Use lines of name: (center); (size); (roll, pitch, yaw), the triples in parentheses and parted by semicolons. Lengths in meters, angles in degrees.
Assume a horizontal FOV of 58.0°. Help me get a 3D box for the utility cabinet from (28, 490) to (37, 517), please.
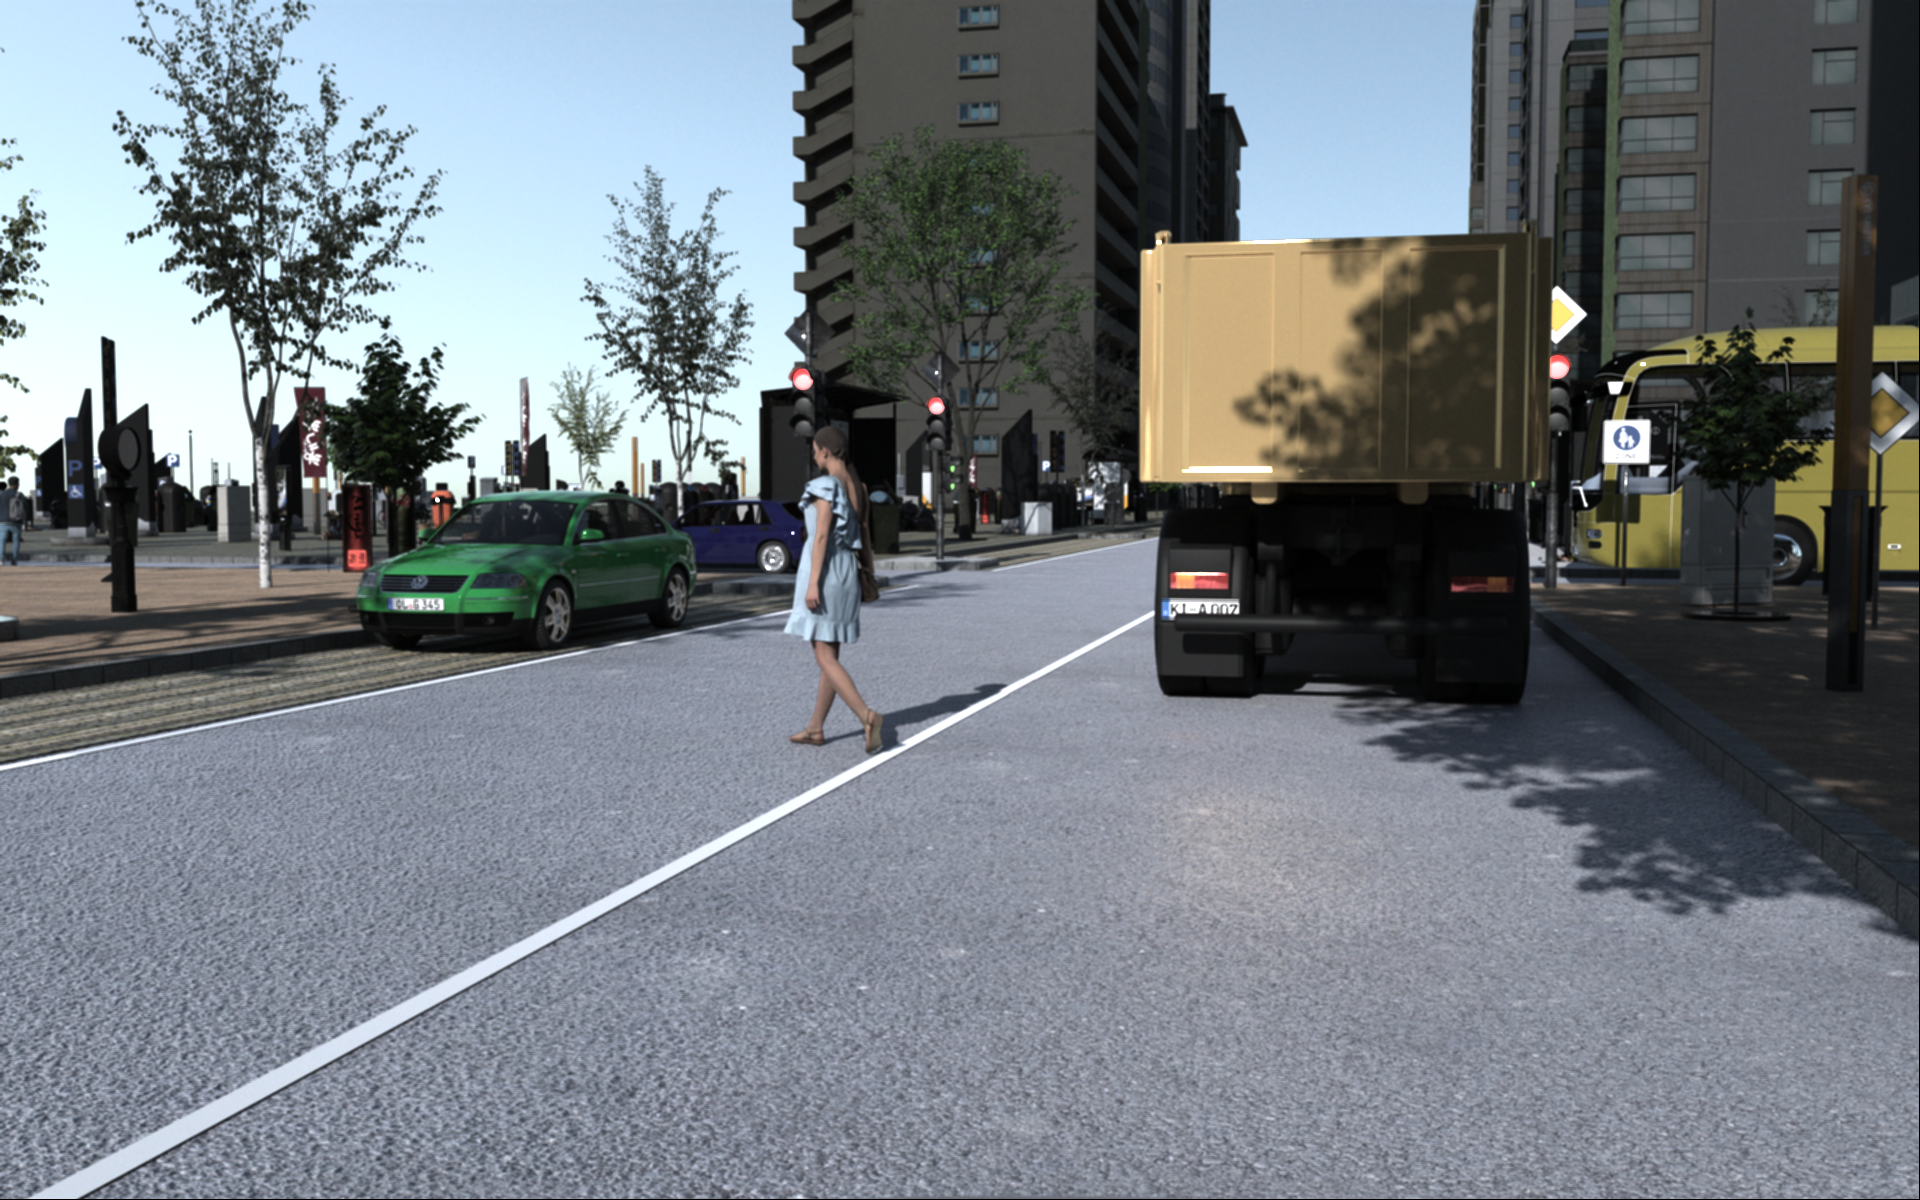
utility cabinet: (-50.314, -5.270, 94.850); (1.173, 1.500, 0.318); (-3, 5, -45)

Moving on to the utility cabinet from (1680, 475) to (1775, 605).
utility cabinet: (8.867, -0.691, 19.979); (1.173, 1.500, 0.318); (-2, 4, -26)

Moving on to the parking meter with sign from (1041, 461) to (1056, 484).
parking meter with sign: (4.866, -5.810, 91.262); (0.543, 3.016, 1.738); (2, 4, 24)

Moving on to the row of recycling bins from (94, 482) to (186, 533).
row of recycling bins: (-27.460, -3.061, 57.158); (3.534, 1.692, 1.069); (-3, 4, -36)

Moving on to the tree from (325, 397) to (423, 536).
tree: (-17.864, -4.235, 52.962); (4.285, 4.588, 4.351); (0, 3, 0)

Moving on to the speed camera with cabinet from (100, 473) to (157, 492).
speed camera with cabinet: (-36.383, -4.975, 75.676); (2.038, 3.252, 0.660); (-1, 4, -14)

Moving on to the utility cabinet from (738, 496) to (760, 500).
utility cabinet: (-5.932, -2.337, 49.368); (0.306, 1.237, 1.020); (-3, 5, -44)

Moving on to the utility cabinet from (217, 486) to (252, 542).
utility cabinet: (-19.390, -2.298, 46.251); (0.318, 1.500, 1.173); (0, 4, 6)

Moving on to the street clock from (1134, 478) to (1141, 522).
street clock: (8.086, -4.548, 78.923); (0.358, 2.002, 0.471); (1, 4, 21)

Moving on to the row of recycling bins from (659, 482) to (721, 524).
row of recycling bins: (-9.574, -3.321, 61.411); (1.069, 1.692, 3.534); (2, 4, 24)

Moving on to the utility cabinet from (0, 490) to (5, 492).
utility cabinet: (-54.508, -5.517, 98.886); (0.318, 1.500, 1.173); (1, 4, 9)

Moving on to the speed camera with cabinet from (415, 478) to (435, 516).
speed camera with cabinet: (-29.591, -6.215, 95.949); (0.660, 3.252, 2.038); (1, 4, 17)

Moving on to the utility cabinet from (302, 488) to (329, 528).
utility cabinet: (-24.394, -3.455, 65.167); (0.318, 1.500, 1.173); (3, 5, 40)

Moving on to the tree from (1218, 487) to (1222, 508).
tree: (17.321, -10.158, 116.452); (4.737, 8.622, 4.395); (0, 3, 0)

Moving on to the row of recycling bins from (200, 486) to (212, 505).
row of recycling bins: (-37.193, -4.854, 86.482); (1.069, 1.692, 3.534); (-1, 4, -14)

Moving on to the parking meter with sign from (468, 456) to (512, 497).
parking meter with sign: (-21.613, -5.088, 79.449); (1.738, 3.016, 0.543); (1, 4, 10)

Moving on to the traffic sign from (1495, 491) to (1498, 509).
traffic sign: (12.402, -2.449, 40.039); (0.884, 2.594, 0.081); (2, 4, 23)

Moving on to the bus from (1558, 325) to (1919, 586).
bus: (15.248, -2.074, 25.460); (12.252, 3.916, 2.896); (1, 4, 12)

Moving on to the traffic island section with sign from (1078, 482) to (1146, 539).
traffic island section with sign: (4.957, -2.898, 56.018); (1.989, 1.847, 2.006); (1, 4, 14)

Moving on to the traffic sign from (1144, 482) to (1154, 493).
traffic sign: (8.840, -5.057, 82.688); (0.884, 2.594, 0.081); (1, 4, 22)

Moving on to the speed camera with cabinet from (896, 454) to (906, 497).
speed camera with cabinet: (-2.630, -5.562, 85.275); (0.660, 3.252, 2.038); (3, 5, 43)

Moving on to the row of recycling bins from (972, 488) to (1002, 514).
row of recycling bins: (2.126, -6.273, 109.668); (3.534, 1.692, 1.069); (2, 4, 30)

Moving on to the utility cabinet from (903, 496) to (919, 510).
utility cabinet: (-1.751, -3.090, 61.679); (0.306, 1.237, 1.020); (-1, 4, -19)

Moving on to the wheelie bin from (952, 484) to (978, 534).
wheelie bin: (0.170, -2.924, 55.716); (0.693, 1.594, 0.980); (-2, 4, -28)

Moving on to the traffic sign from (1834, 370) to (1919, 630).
traffic sign: (8.629, -0.923, 16.280); (0.795, 2.450, 0.064); (1, 4, 21)

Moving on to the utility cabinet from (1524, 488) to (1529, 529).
utility cabinet: (20.373, -3.369, 63.758); (0.318, 1.500, 1.173); (-2, 4, -31)

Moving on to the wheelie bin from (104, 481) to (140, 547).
wheelie bin: (-20.245, -2.077, 41.873); (0.693, 1.594, 0.980); (-3, 5, -43)

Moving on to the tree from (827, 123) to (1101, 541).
tree: (0.142, -7.484, 48.116); (9.928, 11.665, 9.643); (0, 3, 0)

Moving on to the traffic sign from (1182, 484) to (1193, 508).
traffic sign: (12.147, -5.532, 92.580); (0.606, 2.300, 0.079); (1, 4, 20)

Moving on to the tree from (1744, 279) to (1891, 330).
tree: (28.648, -6.646, 59.026); (4.360, 8.622, 3.978); (0, 3, 0)

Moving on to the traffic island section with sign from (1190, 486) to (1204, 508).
traffic island section with sign: (11.271, -4.501, 82.226); (1.989, 1.847, 2.006); (1, 4, 14)

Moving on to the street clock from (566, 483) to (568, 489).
street clock: (-24.662, -6.315, 107.824); (0.358, 2.002, 0.471); (3, 4, 37)

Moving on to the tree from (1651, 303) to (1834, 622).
tree: (7.994, -1.412, 17.690); (1.663, 3.219, 1.824); (0, 3, 0)

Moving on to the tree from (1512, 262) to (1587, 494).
tree: (16.647, -6.221, 52.073); (4.360, 8.622, 3.978); (0, 3, 0)

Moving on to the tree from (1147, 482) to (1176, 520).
tree: (9.889, -5.676, 87.401); (1.663, 3.219, 1.824); (0, 3, 0)

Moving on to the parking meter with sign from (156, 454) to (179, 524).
parking meter with sign: (-34.575, -4.838, 75.370); (0.543, 3.016, 1.738); (0, 4, -2)

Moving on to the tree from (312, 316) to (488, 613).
tree: (-6.321, -1.493, 19.014); (1.663, 3.219, 1.824); (0, 3, 0)

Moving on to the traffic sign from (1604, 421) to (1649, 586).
traffic sign: (9.235, -1.340, 24.045); (0.606, 2.300, 0.079); (1, 4, 23)

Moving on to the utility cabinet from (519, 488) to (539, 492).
utility cabinet: (-16.707, -3.520, 66.239); (1.173, 1.500, 0.318); (0, 4, -3)

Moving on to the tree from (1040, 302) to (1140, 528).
tree: (4.929, -7.067, 65.908); (4.360, 8.622, 3.978); (0, 3, 0)

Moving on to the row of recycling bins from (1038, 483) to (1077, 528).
row of recycling bins: (3.760, -3.641, 66.648); (1.069, 1.692, 3.534); (1, 4, 19)

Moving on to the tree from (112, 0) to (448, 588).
tree: (-9.372, -4.466, 23.376); (4.360, 8.622, 3.978); (0, 3, 0)

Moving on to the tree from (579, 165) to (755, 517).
tree: (-6.336, -5.411, 38.839); (4.360, 8.622, 3.978); (0, 3, 0)

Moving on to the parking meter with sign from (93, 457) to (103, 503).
parking meter with sign: (-40.713, -5.199, 81.272); (0.543, 3.016, 1.738); (-1, 4, -14)

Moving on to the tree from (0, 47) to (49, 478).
tree: (-15.554, -4.617, 25.848); (4.737, 8.622, 4.395); (0, 3, 0)

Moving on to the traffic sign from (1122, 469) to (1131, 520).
traffic sign: (8.146, -5.278, 86.393); (0.768, 2.556, 0.104); (1, 4, 19)

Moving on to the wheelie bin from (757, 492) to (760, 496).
wheelie bin: (-7.438, -3.587, 66.559); (0.693, 1.594, 0.980); (-2, 4, -30)

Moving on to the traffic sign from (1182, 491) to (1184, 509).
traffic sign: (13.342, -6.337, 103.715); (0.768, 2.556, 0.104); (1, 4, 20)

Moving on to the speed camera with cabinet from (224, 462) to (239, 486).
speed camera with cabinet: (-45.530, -6.895, 107.073); (0.660, 3.252, 2.038); (1, 4, 20)

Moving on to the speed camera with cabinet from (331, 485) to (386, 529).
speed camera with cabinet: (-21.849, -4.211, 63.179); (2.038, 3.252, 0.660); (-1, 4, -21)

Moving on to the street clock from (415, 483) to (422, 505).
street clock: (-29.075, -5.391, 92.710); (0.471, 2.002, 0.358); (1, 4, 15)

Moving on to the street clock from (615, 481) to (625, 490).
street clock: (-18.665, -5.536, 95.079); (0.471, 2.002, 0.358); (1, 4, 22)

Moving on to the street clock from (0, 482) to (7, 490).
street clock: (-55.790, -5.894, 100.943); (0.358, 2.002, 0.471); (2, 4, 33)

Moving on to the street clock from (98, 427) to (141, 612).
street clock: (-9.100, -0.870, 18.800); (0.358, 2.002, 0.471); (0, 4, 4)

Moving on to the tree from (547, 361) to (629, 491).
tree: (-20.932, -8.958, 96.827); (4.737, 8.622, 4.395); (0, 3, 0)

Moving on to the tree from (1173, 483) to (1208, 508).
tree: (12.898, -7.025, 98.579); (4.285, 4.588, 4.351); (0, 3, 0)
